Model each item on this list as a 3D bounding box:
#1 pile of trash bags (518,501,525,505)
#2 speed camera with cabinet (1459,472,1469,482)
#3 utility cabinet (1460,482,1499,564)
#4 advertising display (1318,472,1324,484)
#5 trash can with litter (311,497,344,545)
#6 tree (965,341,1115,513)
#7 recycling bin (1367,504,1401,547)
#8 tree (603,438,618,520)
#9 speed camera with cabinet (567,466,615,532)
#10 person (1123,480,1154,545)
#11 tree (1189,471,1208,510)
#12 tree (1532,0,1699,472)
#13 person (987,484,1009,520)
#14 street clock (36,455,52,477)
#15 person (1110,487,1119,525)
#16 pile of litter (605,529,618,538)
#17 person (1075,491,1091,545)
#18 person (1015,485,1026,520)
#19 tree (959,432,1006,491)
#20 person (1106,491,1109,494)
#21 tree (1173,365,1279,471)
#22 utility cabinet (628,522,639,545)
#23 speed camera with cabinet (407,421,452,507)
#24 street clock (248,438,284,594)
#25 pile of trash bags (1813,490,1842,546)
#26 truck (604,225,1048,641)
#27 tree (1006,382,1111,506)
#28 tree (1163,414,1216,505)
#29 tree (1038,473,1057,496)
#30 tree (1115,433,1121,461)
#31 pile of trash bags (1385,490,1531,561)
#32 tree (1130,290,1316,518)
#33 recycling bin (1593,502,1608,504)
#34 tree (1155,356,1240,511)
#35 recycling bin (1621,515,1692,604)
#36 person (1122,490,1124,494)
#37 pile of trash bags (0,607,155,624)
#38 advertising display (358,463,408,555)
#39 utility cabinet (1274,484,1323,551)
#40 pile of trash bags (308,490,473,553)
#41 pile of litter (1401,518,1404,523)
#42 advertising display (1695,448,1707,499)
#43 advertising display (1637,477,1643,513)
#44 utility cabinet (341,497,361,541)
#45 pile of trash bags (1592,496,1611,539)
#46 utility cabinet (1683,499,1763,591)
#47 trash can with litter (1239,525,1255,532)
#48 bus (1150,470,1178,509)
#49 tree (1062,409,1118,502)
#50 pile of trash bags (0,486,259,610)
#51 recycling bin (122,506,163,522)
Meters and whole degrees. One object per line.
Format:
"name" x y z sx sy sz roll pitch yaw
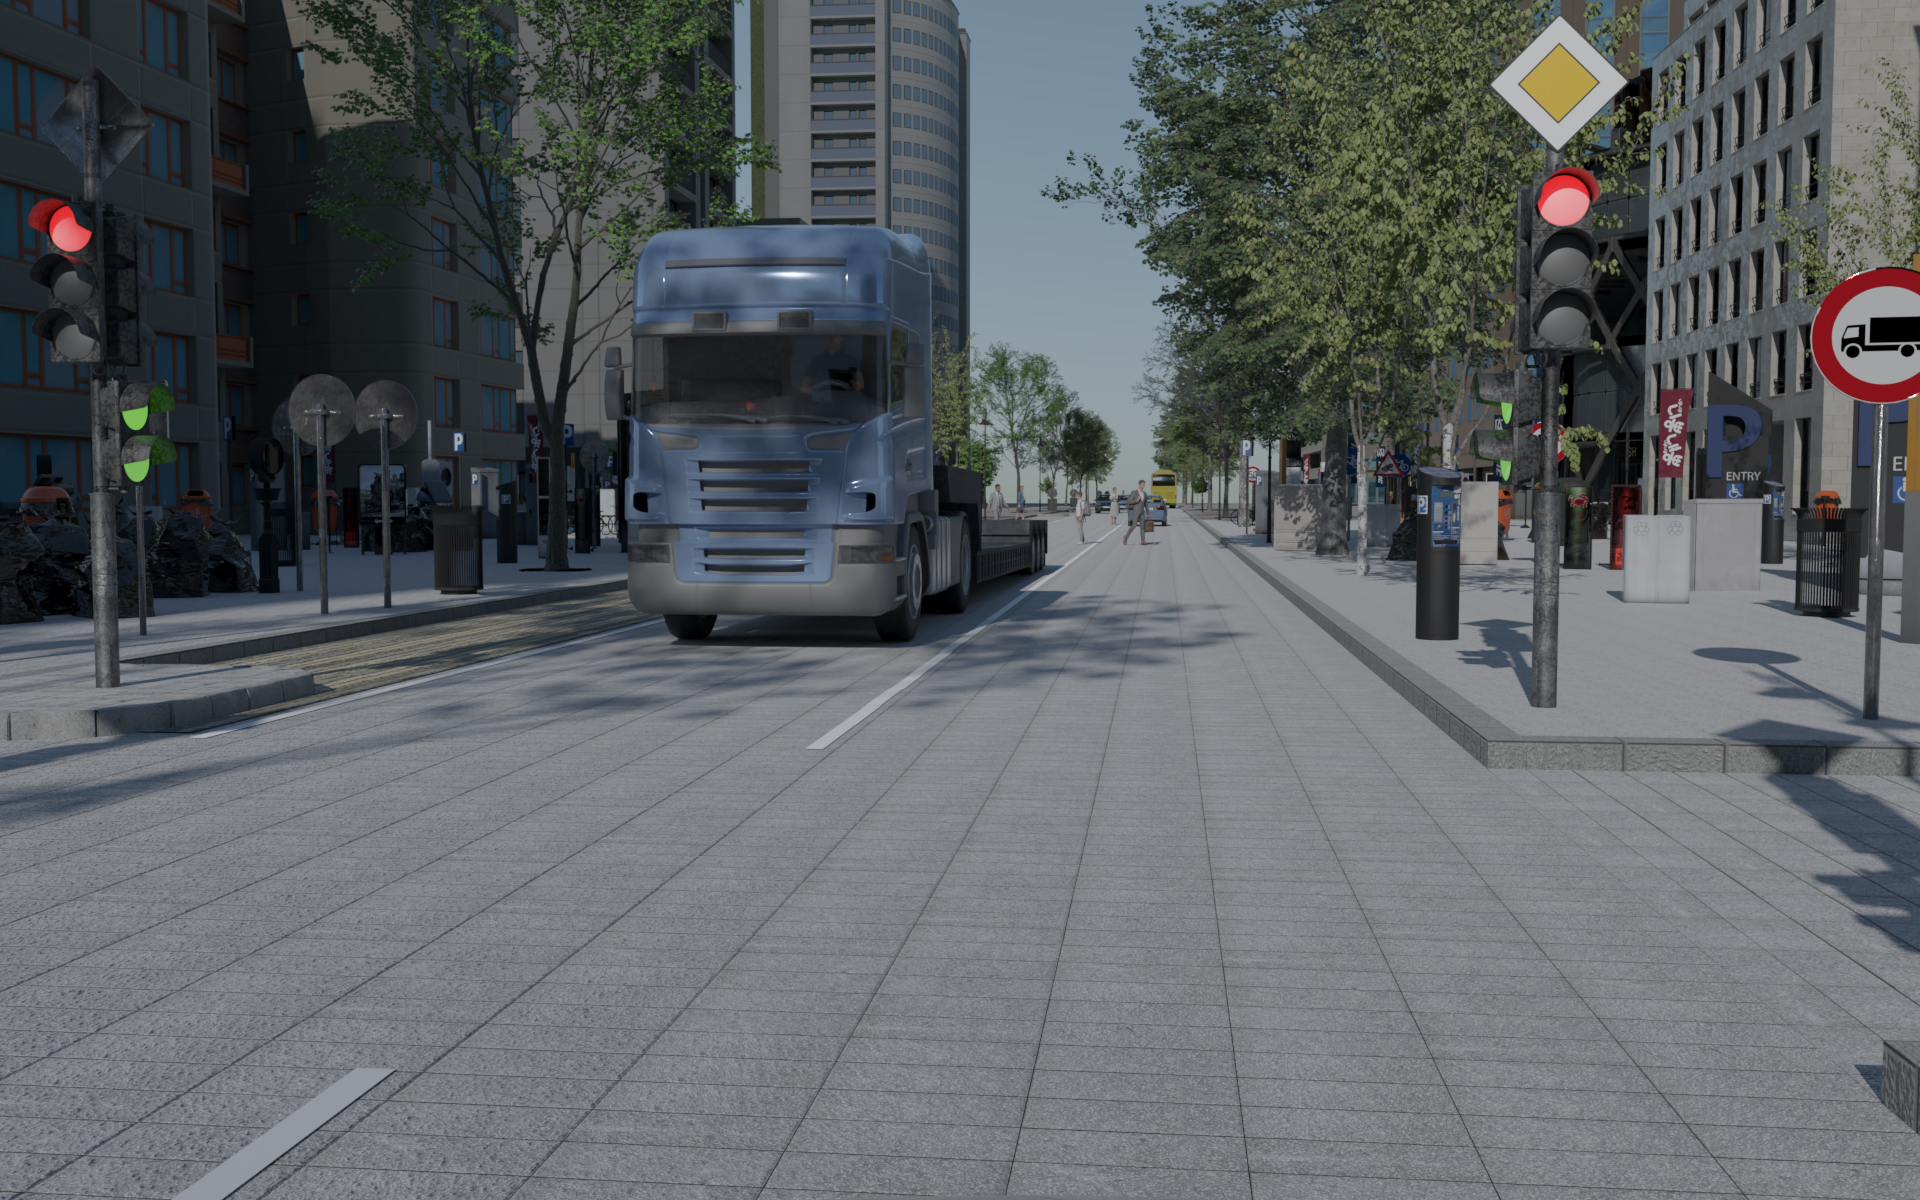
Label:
"pile of trash bags" -18.421 -3.780 71.551 1.912 1.369 3.447 1 4 14
"speed camera with cabinet" 20.434 -4.746 71.940 0.660 3.252 2.038 3 5 42
"utility cabinet" 9.129 -1.388 31.371 1.173 1.500 0.318 1 4 17
"advertising display" 10.447 -2.746 50.112 0.123 1.923 0.974 0 4 6
"trash can with litter" -16.089 -1.995 43.671 1.678 1.210 2.233 2 4 32
"tree" 3.890 -11.764 118.090 9.928 11.665 9.643 0 3 0
"recycling bin" 10.357 -1.831 42.484 0.722 1.027 0.722 0 4 -3
"tree" -16.492 -6.252 85.934 4.285 4.588 4.351 0 3 0
"speed camera with cabinet" -12.661 -3.903 58.148 2.038 3.252 0.660 -2 4 -30
"person" 4.994 -2.446 48.461 0.622 1.834 0.822 -3 5 -42
"tree" 19.925 -9.042 142.437 1.663 3.219 1.824 0 3 0
"tree" 5.464 -4.189 18.848 4.737 8.622 4.395 0 3 0
"person" 1.331 -3.270 62.231 0.678 1.792 0.850 -2 4 -32
"street clock" -16.908 -1.679 32.024 0.358 2.002 0.471 -2 4 -31
"person" 7.242 -4.383 80.726 0.480 1.755 0.524 -3 4 -37
"pile of litter" -9.615 -2.258 50.876 1.719 0.858 1.176 -1 4 -15
"person" 3.443 -2.335 49.268 0.523 1.515 0.503 -3 5 -41
"person" 2.725 -4.230 77.678 0.581 1.822 0.654 -3 5 -43
"tree" 0.777 -6.588 91.425 4.285 4.588 4.351 0 3 0
"person" 16.824 -11.524 196.931 1.348 1.822 0.705 2 4 28
"tree" 17.184 -10.732 109.884 7.601 10.594 8.767 -3 4 -37
"utility cabinet" -5.683 -1.434 32.128 0.318 1.500 1.173 2 4 28
"speed camera with cabinet" -14.210 -3.157 45.955 0.660 3.252 2.038 1 4 11
"street clock" -8.948 -1.089 22.382 0.358 2.002 0.471 1 4 11
"pile of trash bags" 22.525 -1.970 41.962 3.447 1.369 1.912 3 5 40
"truck" -0.724 -2.088 23.892 2.967 4.110 18.799 0 4 7
"tree" 7.787 -12.824 144.085 8.767 10.594 7.601 -2 4 -29
"tree" 28.396 -17.452 211.087 9.928 11.665 9.643 0 3 0
"tree" 7.695 -9.775 154.427 1.663 3.219 1.824 0 3 0
"tree" 19.267 -19.538 245.206 9.928 11.665 9.643 0 3 0
"pile of trash bags" 9.937 -1.487 34.069 1.912 1.369 3.447 3 5 43
"tree" 14.201 -11.096 91.782 12.009 13.543 11.850 0 3 0
"recycling bin" 19.541 -2.508 53.559 0.722 1.027 0.722 0 4 -5
"tree" 18.314 -12.858 128.361 7.486 12.596 7.792 0 3 0
"recycling bin" 8.286 -0.494 20.629 0.722 1.027 0.722 1 4 19
"person" 16.493 -10.163 174.657 0.705 1.826 1.348 2 4 34
"pile of trash bags" -10.143 -0.473 17.481 1.912 1.369 3.447 3 5 45
"advertising display" -12.166 -1.915 36.517 0.974 1.923 0.123 -1 4 -9
"utility cabinet" 7.599 -1.847 38.872 0.318 1.500 1.173 -3 5 -41
"pile of trash bags" -12.732 -1.764 38.591 3.447 1.369 1.912 -3 5 -39
"pile of litter" 18.062 -3.559 72.147 1.719 0.858 1.176 0 4 -3
"advertising display" 10.435 -1.175 24.433 0.123 1.923 0.974 1 4 22
"advertising display" 26.278 -3.737 66.305 0.123 1.923 0.974 -1 4 -18
"utility cabinet" -16.699 -2.222 47.491 0.306 1.237 1.020 -2 4 -33
"pile of trash bags" 17.698 -2.397 48.944 1.912 1.369 3.447 -1 4 -22
"utility cabinet" 10.122 -0.726 23.024 1.020 1.237 0.306 -1 4 -13
"trash can with litter" 10.775 -2.936 59.069 2.233 1.210 1.678 2 4 26
"bus" 20.582 -11.214 174.888 2.896 3.916 12.252 0 4 7
"tree" 17.360 -19.197 232.002 7.486 12.596 7.792 0 3 0
"pile of trash bags" -10.326 -0.716 21.464 1.912 1.369 3.447 1 4 9
"recycling bin" -17.299 -1.469 36.574 0.722 1.027 0.722 -3 4 -38
